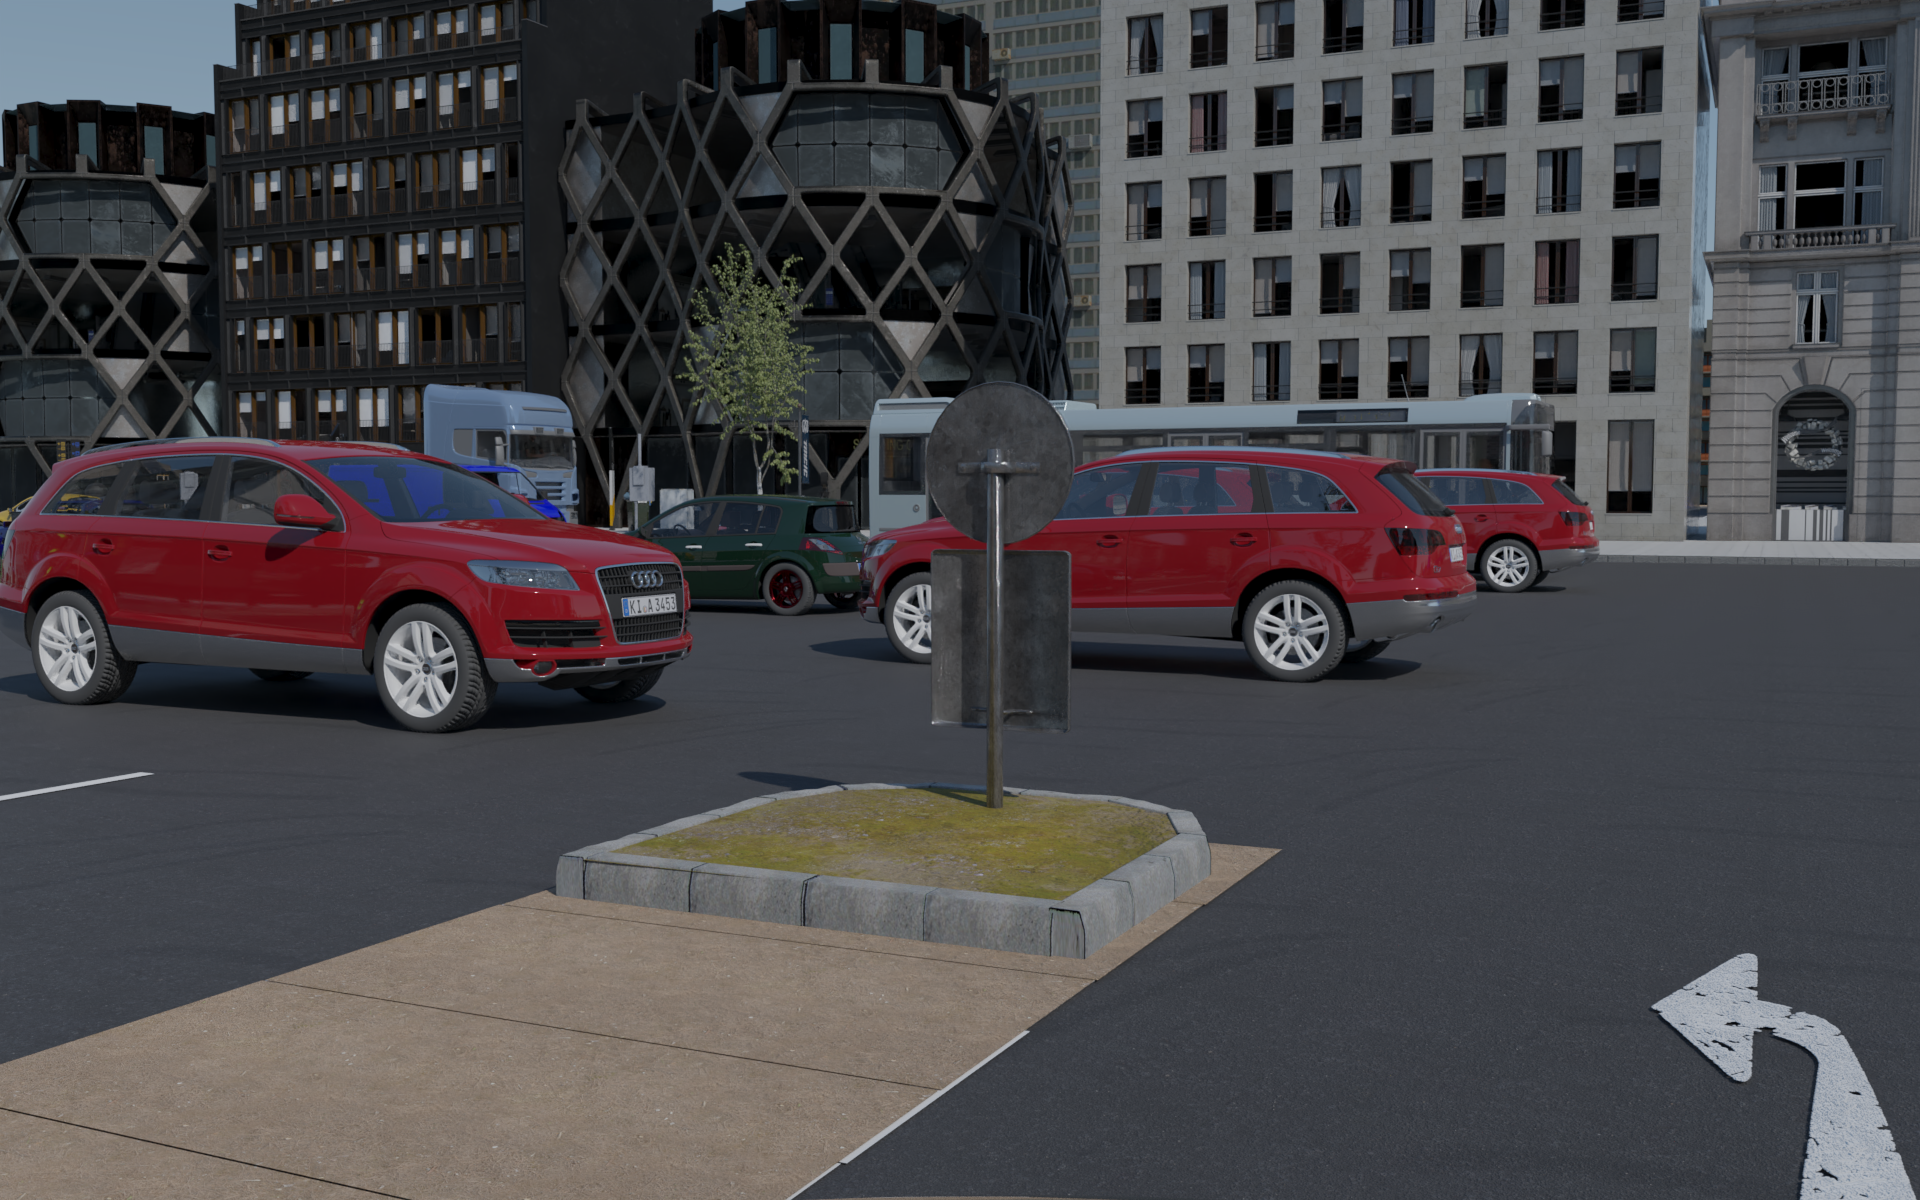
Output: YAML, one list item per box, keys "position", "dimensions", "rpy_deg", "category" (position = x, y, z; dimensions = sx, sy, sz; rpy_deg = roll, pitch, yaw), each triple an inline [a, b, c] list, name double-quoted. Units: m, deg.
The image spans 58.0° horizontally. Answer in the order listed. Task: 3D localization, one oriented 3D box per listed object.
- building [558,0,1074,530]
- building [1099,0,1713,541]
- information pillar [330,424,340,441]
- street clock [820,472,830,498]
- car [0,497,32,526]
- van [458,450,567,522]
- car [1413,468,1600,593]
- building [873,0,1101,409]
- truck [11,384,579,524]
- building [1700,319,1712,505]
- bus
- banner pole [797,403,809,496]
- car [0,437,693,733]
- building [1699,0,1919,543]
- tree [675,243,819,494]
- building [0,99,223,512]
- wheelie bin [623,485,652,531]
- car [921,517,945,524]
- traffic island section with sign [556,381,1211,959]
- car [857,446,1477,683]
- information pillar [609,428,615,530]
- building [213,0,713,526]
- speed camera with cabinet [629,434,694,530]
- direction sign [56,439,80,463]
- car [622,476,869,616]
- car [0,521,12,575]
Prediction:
- position: [-4.626, -12.216, 67.189]
  dimensions: [16.811, 18.784, 16.820]
  rpy_deg: [2, 4, 25]
  category: "building"
- position: [14.116, -12.205, 54.309]
  dimensions: [16.860, 20.320, 10.420]
  rpy_deg: [2, 4, 25]
  category: "building"
- position: [-20.703, -4.043, 57.465]
  dimensions: [0.183, 3.616, 0.504]
  rpy_deg: [1, 4, 9]
  category: "information pillar"
- position: [-4.463, -3.214, 57.118]
  dimensions: [0.358, 2.002, 0.471]
  rpy_deg: [0, 4, 0]
  category: "street clock"
- position: [-27.742, -2.607, 52.847]
  dimensions: [3.980, 1.641, 2.015]
  rpy_deg: [2, 4, 24]
  category: "car"
- position: [-10.538, -1.915, 35.687]
  dimensions: [5.245, 2.365, 2.240]
  rpy_deg: [2, 4, 25]
  category: "van"
- position: [6.990, -1.094, 26.561]
  dimensions: [5.304, 1.827, 2.281]
  rpy_deg: [2, 4, 25]
  category: "car"
- position: [8.421, -26.337, 122.494]
  dimensions: [32.217, 40.220, 23.993]
  rpy_deg: [2, 4, 25]
  category: "building"
- position: [-17.765, -3.426, 45.774]
  dimensions: [18.799, 4.110, 2.967]
  rpy_deg: [2, 4, 26]
  category: "truck"
- position: [90.422, -22.013, 204.948]
  dimensions: [28.899, 21.520, 27.650]
  rpy_deg: [2, 4, 25]
  category: "building"
- position: [4.741, -2.241, 31.495]
  dimensions: [13.247, 3.499, 2.948]
  rpy_deg: [2, 4, 26]
  category: "bus"
- position: [-4.359, -3.557, 48.166]
  dimensions: [0.401, 3.779, 0.863]
  rpy_deg: [1, 4, 19]
  category: "banner pole"
- position: [-4.269, -0.199, 11.930]
  dimensions: [5.304, 1.827, 2.281]
  rpy_deg: [2, 4, 26]
  category: "car"
- position: [33.382, -12.561, 47.171]
  dimensions: [24.055, 21.916, 13.314]
  rpy_deg: [2, 4, 25]
  category: "building"
- position: [-5.942, -6.115, 50.336]
  dimensions: [4.737, 8.622, 4.395]
  rpy_deg: [0, 3, 0]
  category: "tree"
- position: [-39.386, -13.210, 83.440]
  dimensions: [16.811, 18.784, 16.820]
  rpy_deg: [2, 4, 25]
  category: "building"
- position: [-11.070, -3.147, 59.356]
  dimensions: [0.980, 1.594, 0.693]
  rpy_deg: [-2, 4, -32]
  category: "wheelie bin"
- position: [1.885, -0.827, 22.189]
  dimensions: [5.304, 1.827, 2.281]
  rpy_deg: [2, 4, 26]
  category: "car"
- position: [-0.106, 0.097, 6.547]
  dimensions: [2.006, 1.907, 1.989]
  rpy_deg: [2, 4, 25]
  category: "traffic island section with sign"
- position: [1.607, -0.366, 14.658]
  dimensions: [5.304, 1.827, 2.281]
  rpy_deg: [2, 4, 26]
  category: "car"
- position: [-12.313, -4.275, 61.253]
  dimensions: [0.183, 3.616, 0.504]
  rpy_deg: [0, 4, -2]
  category: "information pillar"
- position: [-20.312, -14.844, 72.377]
  dimensions: [15.834, 23.373, 12.332]
  rpy_deg: [2, 4, 25]
  category: "building"
- position: [-9.839, -3.841, 57.136]
  dimensions: [2.038, 3.252, 0.660]
  rpy_deg: [1, 4, 12]
  category: "speed camera with cabinet"
- position: [-36.810, -4.868, 71.587]
  dimensions: [0.876, 3.537, 0.379]
  rpy_deg: [-3, 5, -41]
  category: "direction sign"
- position: [-2.972, -0.722, 21.596]
  dimensions: [4.222, 1.686, 2.009]
  rpy_deg: [2, 4, 24]
  category: "car"
- position: [-15.789, -1.118, 30.854]
  dimensions: [3.894, 1.354, 1.945]
  rpy_deg: [2, 4, 26]
  category: "car"
